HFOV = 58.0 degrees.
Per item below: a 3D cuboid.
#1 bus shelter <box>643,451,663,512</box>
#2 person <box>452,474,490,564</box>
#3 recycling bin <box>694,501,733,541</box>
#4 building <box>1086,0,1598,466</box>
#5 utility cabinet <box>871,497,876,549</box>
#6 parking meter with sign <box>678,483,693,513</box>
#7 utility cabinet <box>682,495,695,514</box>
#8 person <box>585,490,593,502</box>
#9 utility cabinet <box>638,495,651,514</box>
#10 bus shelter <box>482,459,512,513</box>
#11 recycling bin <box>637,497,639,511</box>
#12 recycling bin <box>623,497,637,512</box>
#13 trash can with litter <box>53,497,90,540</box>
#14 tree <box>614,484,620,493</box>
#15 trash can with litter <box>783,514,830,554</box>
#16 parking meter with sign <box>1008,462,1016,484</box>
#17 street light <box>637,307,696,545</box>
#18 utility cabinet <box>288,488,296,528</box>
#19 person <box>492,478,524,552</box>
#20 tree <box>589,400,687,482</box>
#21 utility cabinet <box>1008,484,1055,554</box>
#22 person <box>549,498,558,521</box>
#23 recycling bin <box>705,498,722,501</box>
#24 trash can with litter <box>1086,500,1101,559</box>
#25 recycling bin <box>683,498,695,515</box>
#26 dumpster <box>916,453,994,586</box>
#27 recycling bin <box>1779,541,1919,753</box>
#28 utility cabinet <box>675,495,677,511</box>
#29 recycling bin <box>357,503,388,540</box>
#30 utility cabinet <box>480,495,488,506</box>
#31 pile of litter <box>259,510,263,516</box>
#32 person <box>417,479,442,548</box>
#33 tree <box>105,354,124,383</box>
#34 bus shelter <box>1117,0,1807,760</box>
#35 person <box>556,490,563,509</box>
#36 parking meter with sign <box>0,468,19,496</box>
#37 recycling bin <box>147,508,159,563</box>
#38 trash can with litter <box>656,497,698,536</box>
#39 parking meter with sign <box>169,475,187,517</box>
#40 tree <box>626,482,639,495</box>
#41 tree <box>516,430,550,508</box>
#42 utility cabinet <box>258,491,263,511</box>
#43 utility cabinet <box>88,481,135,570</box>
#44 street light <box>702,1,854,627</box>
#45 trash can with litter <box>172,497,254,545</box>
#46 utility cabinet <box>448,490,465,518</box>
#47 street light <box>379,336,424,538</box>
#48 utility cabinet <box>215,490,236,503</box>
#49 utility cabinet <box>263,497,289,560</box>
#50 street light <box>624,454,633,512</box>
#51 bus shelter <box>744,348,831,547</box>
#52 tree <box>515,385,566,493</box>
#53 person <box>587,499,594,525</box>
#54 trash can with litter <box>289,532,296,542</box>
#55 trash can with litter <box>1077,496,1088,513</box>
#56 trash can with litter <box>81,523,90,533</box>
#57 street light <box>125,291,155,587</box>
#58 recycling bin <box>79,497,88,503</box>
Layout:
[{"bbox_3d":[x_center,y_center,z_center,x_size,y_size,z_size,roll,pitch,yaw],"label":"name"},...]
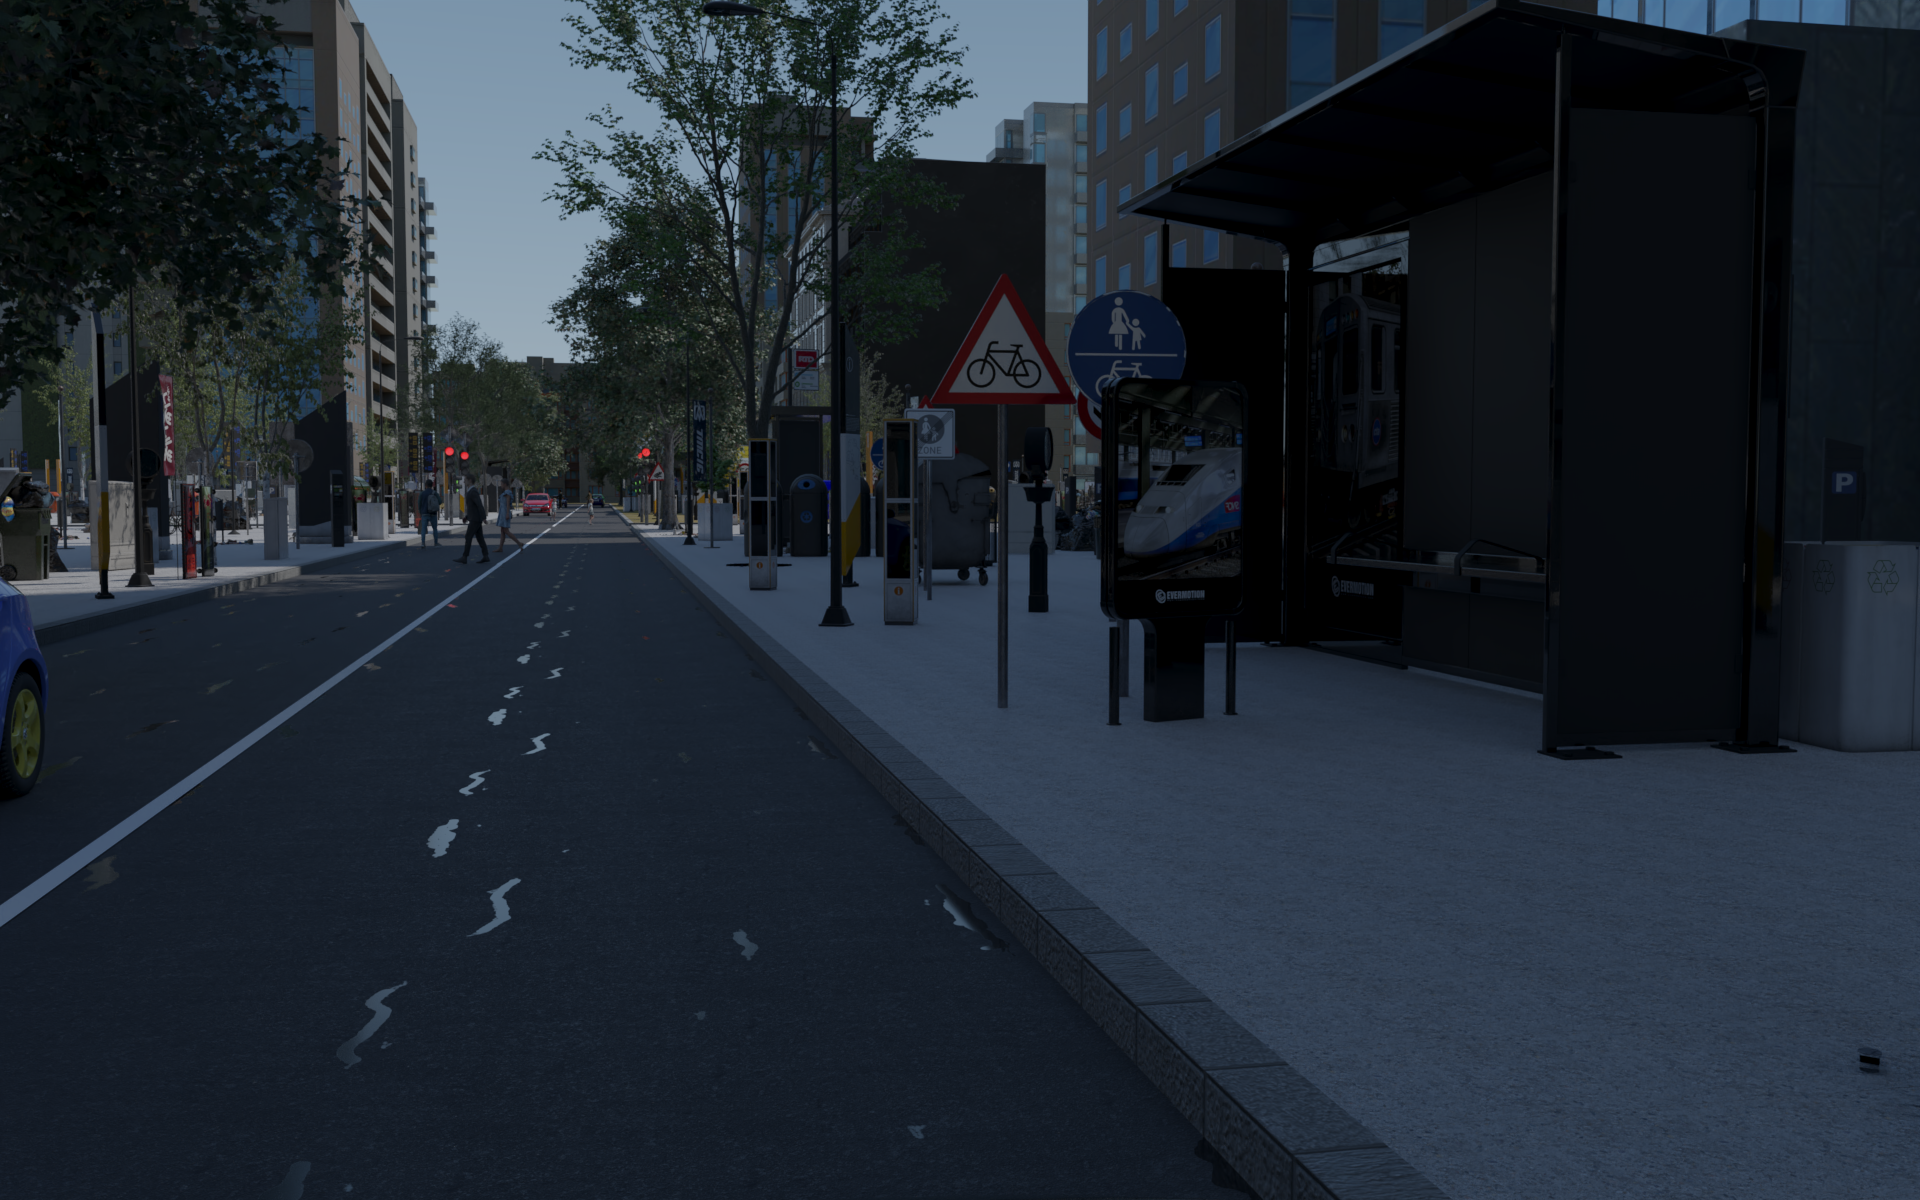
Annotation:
[{"bbox_3d":[-21.199,-8.760,120.853,2.179,5.291,8.768,-1,4,-12],"label":"bus shelter"},{"bbox_3d":[-10.074,-1.675,35.671,0.755,1.850,0.659,-1,4,-12],"label":"person"},{"bbox_3d":[-6.755,-2.155,47.793,0.722,1.027,0.722,-3,5,-42],"label":"recycling bin"},{"bbox_3d":[12.589,-24.679,53.611,14.600,45.320,14.200,-1,4,-12],"label":"building"},{"bbox_3d":[-1.835,-1.806,40.692,1.020,1.237,0.306,0,4,6],"label":"utility cabinet"},{"bbox_3d":[-18.136,-7.302,115.651,1.738,3.016,0.543,0,4,-8],"label":"parking meter with sign"},{"bbox_3d":[-16.949,-5.972,108.800,1.020,1.237,0.306,1,4,10],"label":"utility cabinet"},{"bbox_3d":[-37.233,-10.113,173.947,0.705,1.812,1.348,1,4,22],"label":"person"},{"bbox_3d":[-20.406,-6.167,111.988,0.306,1.237,1.020,-3,5,-42],"label":"utility cabinet"},{"bbox_3d":[-31.786,-7.817,119.091,1.731,3.624,6.357,-1,4,-12],"label":"bus shelter"},{"bbox_3d":[-24.961,-7.319,132.221,0.722,1.027,0.722,1,4,14],"label":"recycling bin"},{"bbox_3d":[-24.008,-6.907,125.481,0.722,1.027,0.722,-1,4,-18],"label":"recycling bin"},{"bbox_3d":[-25.468,-2.306,48.762,1.678,1.210,2.233,-1,4,-18],"label":"trash can with litter"},{"bbox_3d":[-42.835,-13.761,219.594,1.663,3.219,1.824,0,3,0],"label":"tree"},{"bbox_3d":[-3.401,-1.645,37.947,1.678,1.210,2.233,2,4,34],"label":"trash can with litter"},{"bbox_3d":[2.774,-5.992,94.229,0.543,3.016,1.738,1,4,21],"label":"parking meter with sign"},{"bbox_3d":[-7.345,-4.330,43.345,1.470,5.913,1.316,-1,4,-12],"label":"street light"},{"bbox_3d":[-24.592,-3.402,64.300,0.318,1.500,1.173,-3,4,-38],"label":"utility cabinet"},{"bbox_3d":[-11.080,-2.070,42.437,0.778,1.811,0.616,0,4,-2],"label":"person"},{"bbox_3d":[-25.330,-14.136,137.772,9.857,13.997,8.962,0,3,0],"label":"tree"},{"bbox_3d":[1.427,-1.730,36.957,1.173,1.500,0.318,1,4,14],"label":"utility cabinet"},{"bbox_3d":[-21.808,-4.860,92.975,0.382,1.210,0.505,1,4,17],"label":"person"},{"bbox_3d":[-14.181,-5.338,99.836,0.722,1.027,0.722,3,5,42],"label":"recycling bin"},{"bbox_3d":[2.967,-1.392,34.141,0.624,1.170,1.055,2,4,29],"label":"trash can with litter"},{"bbox_3d":[-16.324,-5.657,105.045,0.722,1.027,0.722,-2,4,-33],"label":"recycling bin"},{"bbox_3d":[-0.273,-1.166,24.828,1.264,1.857,1.865,-1,4,-12],"label":"dumpster"},{"bbox_3d":[4.684,0.220,8.960,0.722,1.027,0.722,-1,4,-9],"label":"recycling bin"},{"bbox_3d":[-16.542,-5.407,99.566,0.306,1.237,1.020,0,4,2],"label":"utility cabinet"},{"bbox_3d":[-16.533,-2.215,48.764,0.722,1.027,0.722,-1,4,-9],"label":"recycling bin"},{"bbox_3d":[-31.312,-6.185,112.284,1.020,1.237,0.306,0,4,4],"label":"utility cabinet"},{"bbox_3d":[-40.172,-5.338,101.240,1.719,0.858,1.176,-1,4,-12],"label":"pile of litter"},{"bbox_3d":[-14.006,-2.269,45.577,0.794,1.824,0.713,1,4,12],"label":"person"},{"bbox_3d":[-28.988,-7.037,65.421,4.737,8.622,4.395,0,3,0],"label":"tree"},{"bbox_3d":[2.751,-1.232,11.434,1.731,3.624,6.357,-1,4,-12],"label":"bus shelter"},{"bbox_3d":[-38.110,-9.593,164.980,0.705,1.869,1.348,-3,5,-43],"label":"person"},{"bbox_3d":[-27.555,-3.285,49.973,1.738,3.016,0.543,-1,4,-16],"label":"parking meter with sign"},{"bbox_3d":[-15.248,-1.181,31.861,0.722,1.027,0.722,0,4,-3],"label":"recycling bin"},{"bbox_3d":[-8.359,-2.608,53.701,1.678,1.210,2.233,-2,4,-31],"label":"trash can with litter"},{"bbox_3d":[-44.499,-6.283,98.980,1.738,3.016,0.543,1,4,21],"label":"parking meter with sign"},{"bbox_3d":[-26.864,-9.164,144.430,1.663,3.219,1.824,0,3,0],"label":"tree"},{"bbox_3d":[-41.155,-12.905,161.366,4.737,8.622,4.395,0,3,0],"label":"tree"},{"bbox_3d":[-52.559,-7.475,130.892,1.173,1.500,0.318,0,4,2],"label":"utility cabinet"},{"bbox_3d":[-14.257,-1.260,29.272,0.318,1.500,1.173,0,3,0],"label":"utility cabinet"},{"bbox_3d":[-1.736,-2.694,16.596,1.470,5.913,1.316,-1,4,-12],"label":"street light"},{"bbox_3d":[-18.719,-2.021,44.106,2.233,1.210,1.678,1,4,11],"label":"trash can with litter"},{"bbox_3d":[-27.012,-5.174,93.278,1.173,1.500,0.318,0,4,0],"label":"utility cabinet"},{"bbox_3d":[-16.448,-4.796,50.961,1.470,5.913,1.316,-1,4,-12],"label":"street light"},{"bbox_3d":[-40.868,-5.358,96.286,1.173,1.500,0.318,-3,5,-40],"label":"utility cabinet"},{"bbox_3d":[-13.502,-1.407,34.166,0.306,1.237,1.020,-1,4,-12],"label":"utility cabinet"},{"bbox_3d":[-12.938,-6.008,70.772,1.470,5.913,1.316,-1,4,-12],"label":"street light"},{"bbox_3d":[-4.444,-4.144,45.391,2.179,5.291,8.768,-1,4,-12],"label":"bus shelter"},{"bbox_3d":[-42.031,-15.398,169.880,7.486,12.596,7.792,0,3,0],"label":"tree"},{"bbox_3d":[-17.240,-4.100,80.547,0.382,1.210,0.505,-2,4,-35],"label":"person"},{"bbox_3d":[-17.373,-2.132,46.250,1.055,1.170,0.624,0,4,-5],"label":"trash can with litter"},{"bbox_3d":[7.750,-6.097,110.750,1.678,1.210,2.233,2,4,30],"label":"trash can with litter"},{"bbox_3d":[-28.617,-2.823,57.542,0.624,1.170,1.055,1,4,21],"label":"trash can with litter"},{"bbox_3d":[-10.825,-3.142,23.906,1.470,5.913,1.316,-1,4,-12],"label":"street light"},{"bbox_3d":[-72.546,-7.978,142.991,0.722,1.027,0.722,1,4,16],"label":"recycling bin"}]
